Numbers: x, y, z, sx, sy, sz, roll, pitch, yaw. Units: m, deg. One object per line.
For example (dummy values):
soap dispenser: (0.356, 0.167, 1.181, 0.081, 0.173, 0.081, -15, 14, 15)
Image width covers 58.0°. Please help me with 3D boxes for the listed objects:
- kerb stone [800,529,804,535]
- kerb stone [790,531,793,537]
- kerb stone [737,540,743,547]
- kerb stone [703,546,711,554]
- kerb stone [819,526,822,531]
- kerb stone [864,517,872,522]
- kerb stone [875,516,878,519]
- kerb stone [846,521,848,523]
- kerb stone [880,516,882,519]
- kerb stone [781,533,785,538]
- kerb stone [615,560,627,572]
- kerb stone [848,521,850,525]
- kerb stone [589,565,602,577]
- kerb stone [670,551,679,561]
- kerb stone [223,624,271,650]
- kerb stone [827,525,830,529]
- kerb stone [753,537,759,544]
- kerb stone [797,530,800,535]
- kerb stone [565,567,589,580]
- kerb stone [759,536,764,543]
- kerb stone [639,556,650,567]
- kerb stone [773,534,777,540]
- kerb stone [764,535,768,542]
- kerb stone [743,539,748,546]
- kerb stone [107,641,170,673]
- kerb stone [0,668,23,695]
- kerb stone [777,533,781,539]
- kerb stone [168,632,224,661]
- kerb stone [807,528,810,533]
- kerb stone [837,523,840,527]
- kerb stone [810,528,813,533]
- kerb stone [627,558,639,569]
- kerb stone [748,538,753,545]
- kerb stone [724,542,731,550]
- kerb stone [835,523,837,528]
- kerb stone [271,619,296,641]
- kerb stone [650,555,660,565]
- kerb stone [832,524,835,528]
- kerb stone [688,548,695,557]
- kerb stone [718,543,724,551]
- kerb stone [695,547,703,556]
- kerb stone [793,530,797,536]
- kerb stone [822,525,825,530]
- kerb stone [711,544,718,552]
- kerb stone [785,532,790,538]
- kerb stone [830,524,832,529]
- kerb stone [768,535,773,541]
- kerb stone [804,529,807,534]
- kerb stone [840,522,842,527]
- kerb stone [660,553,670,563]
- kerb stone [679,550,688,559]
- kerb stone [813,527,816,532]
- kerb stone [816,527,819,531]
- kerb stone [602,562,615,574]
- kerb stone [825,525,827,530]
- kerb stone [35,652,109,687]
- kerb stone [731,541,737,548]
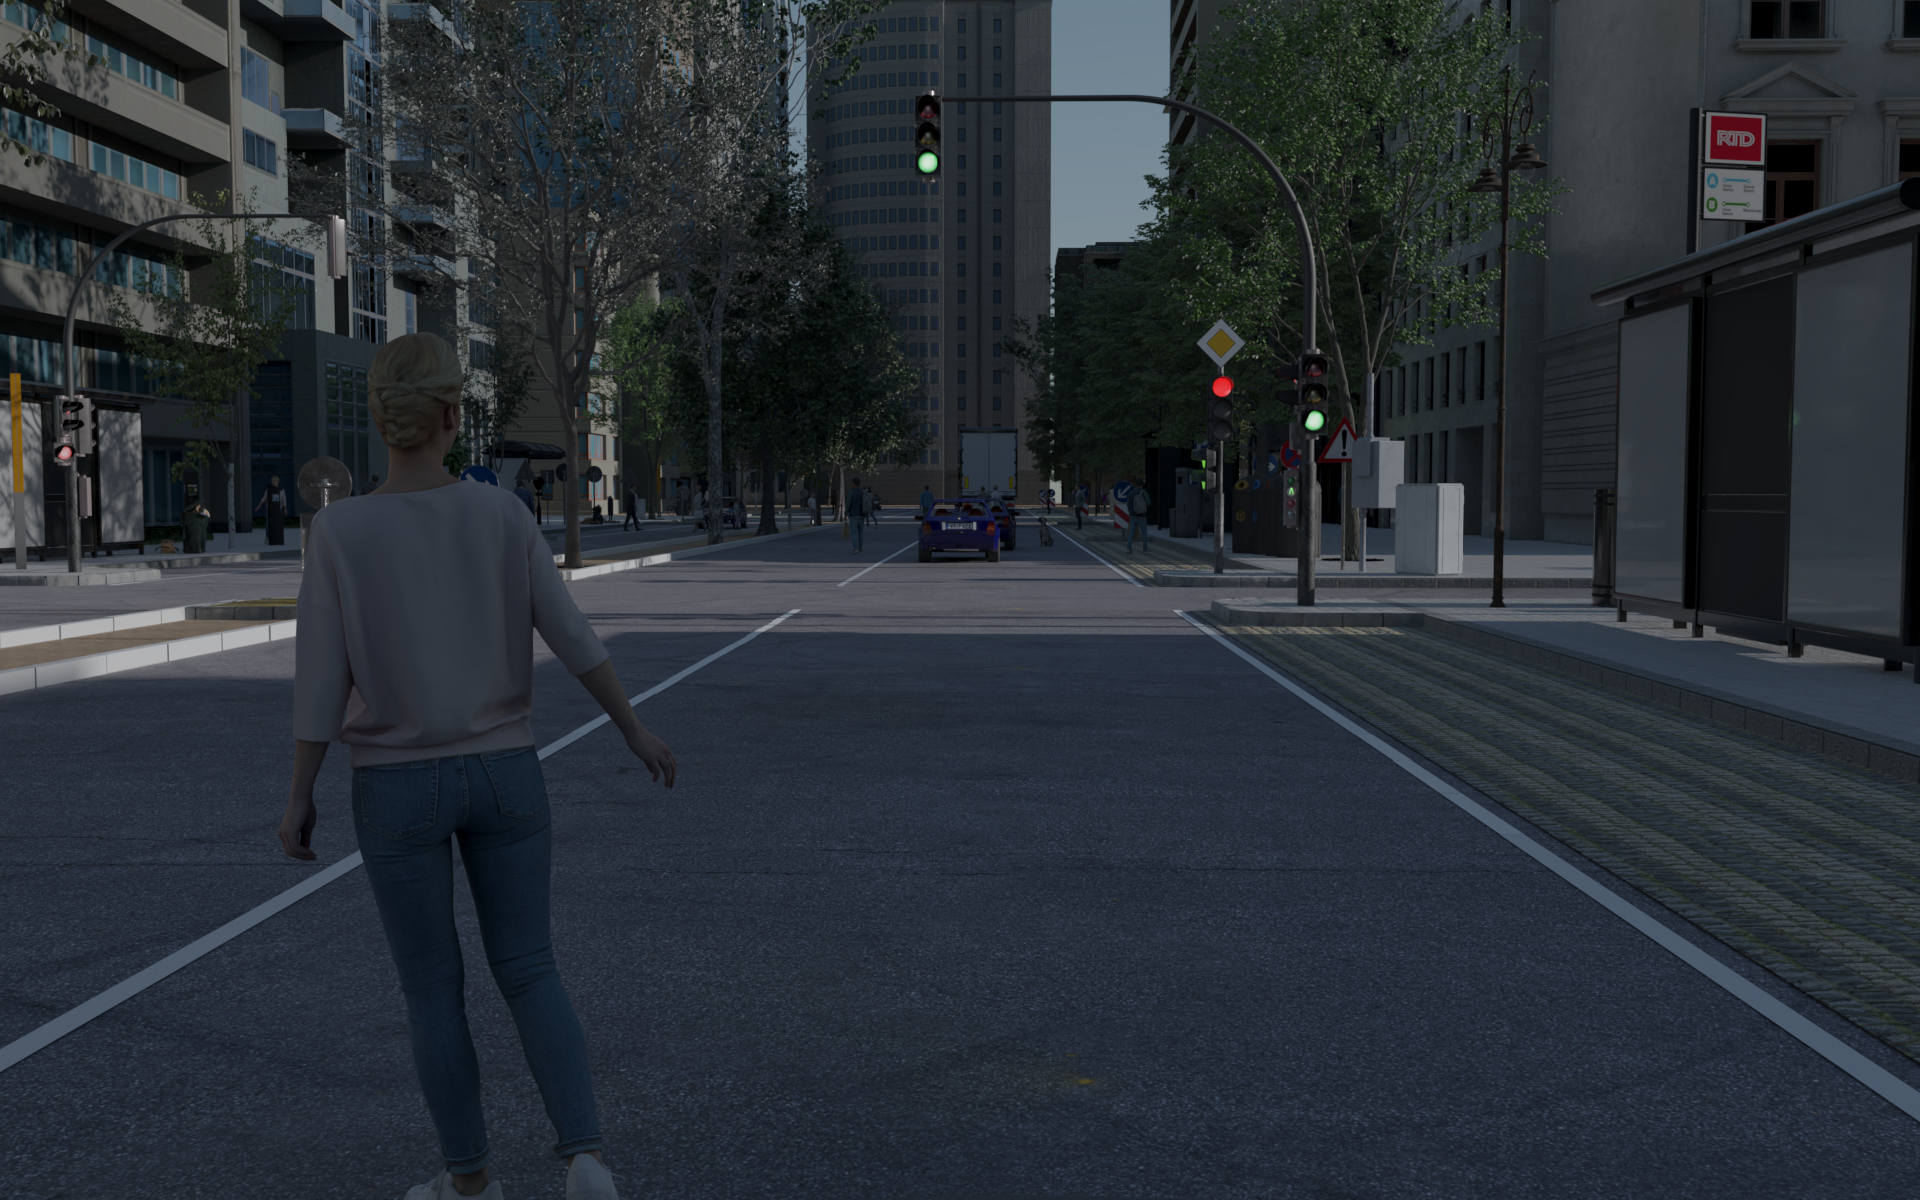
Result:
kerb stone: (-5.714, -2.376, 61.048, 0.120, 0.150, 1.000, 0, 4, 1)
kerb stone: (-5.789, -2.186, 57.971, 0.120, 0.150, 1.000, 0, 4, 1)
kerb stone: (-6.065, -1.494, 46.689, 0.120, 0.150, 1.000, 0, 4, 1)
kerb stone: (-6.193, -1.181, 41.567, 0.120, 0.150, 1.000, 0, 4, 1)
kerb stone: (-5.560, -2.750, 67.198, 0.120, 0.150, 1.000, 0, 4, 1)
kerb stone: (-4.943, -4.319, 92.817, 0.120, 0.150, 1.000, 0, 4, 1)
kerb stone: (-4.835, -4.570, 96.907, 0.120, 0.150, 1.000, 0, 4, 1)
kerb stone: (-5.288, -3.442, 78.472, 0.120, 0.150, 1.000, 0, 4, 1)
kerb stone: (-4.742, -4.820, 101.002, 0.120, 0.150, 1.000, 0, 4, 1)
kerb stone: (-5.840, -2.062, 55.926, 0.120, 0.150, 1.000, 0, 4, 1)
kerb stone: (-6.426, -0.620, 32.333, 0.120, 0.150, 1.000, 0, 4, 1)
kerb stone: (-5.267, -3.503, 79.494, 0.120, 0.150, 1.000, 0, 4, 1)
kerb stone: (-6.477, -0.495, 30.287, 0.120, 0.150, 1.000, 0, 4, 1)
kerb stone: (-6.285, -0.934, 37.466, 0.120, 0.150, 1.000, 0, 4, 1)
kerb stone: (-6.809, 0.356, 16.380, 0.120, 0.150, 1.000, 0, 4, 1)
kerb stone: (-5.489, -2.940, 70.277, 0.120, 0.150, 1.000, 0, 4, 1)
kerb stone: (-5.992, -1.682, 49.767, 0.120, 0.150, 1.000, 0, 4, 1)
kerb stone: (-5.738, -2.313, 60.014, 0.120, 0.150, 1.000, 0, 4, 1)
kerb stone: (-6.496, -0.431, 29.265, 0.120, 0.150, 1.000, 0, 4, 1)
kerb stone: (-5.961, -1.748, 50.789, 0.120, 0.150, 1.000, 0, 4, 1)
kerb stone: (-6.363, -0.743, 34.382, 0.120, 0.150, 1.000, 0, 4, 1)
kerb stone: (-5.894, -1.937, 53.871, 0.120, 0.150, 1.000, 0, 4, 1)
kerb stone: (-5.938, -1.812, 51.818, 0.120, 0.150, 1.000, 0, 4, 1)
kerb stone: (-6.043, -1.561, 47.711, 0.120, 0.150, 1.000, 0, 4, 1)
kerb stone: (-6.860, 0.481, 14.332, 0.120, 0.150, 1.000, 0, 4, 1)
kerb stone: (-6.903, 0.606, 12.288, 0.120, 0.150, 1.000, 0, 4, 1)
kerb stone: (-5.867, -2.000, 54.893, 0.120, 0.150, 1.000, 0, 4, 1)
kerb stone: (-6.832, 0.418, 15.353, 0.120, 0.150, 1.000, 0, 4, 1)
kerb stone: (-5.658, -2.502, 63.105, 0.120, 0.150, 1.000, 0, 4, 1)
kerb stone: (-5.387, -3.191, 74.365, 0.120, 0.150, 1.000, 0, 4, 1)
kerb stone: (-5.634, -2.565, 64.127, 0.120, 0.150, 1.000, 0, 4, 1)
kerb stone: (-6.394, -0.682, 33.358, 0.120, 0.150, 1.000, 0, 4, 1)
kerb stone: (-6.019, -1.623, 48.739, 0.120, 0.150, 1.000, 0, 4, 1)
kerb stone: (-6.118, -1.373, 44.645, 0.120, 0.150, 1.000, 0, 4, 1)
kerb stone: (-5.413, -3.128, 73.343, 0.120, 0.150, 1.000, 0, 4, 1)
kerb stone: (-6.776, 0.295, 17.410, 0.120, 0.150, 1.000, 0, 4, 1)
kerb stone: (-6.338, -0.808, 35.414, 0.120, 0.150, 1.000, 0, 4, 1)
kerb stone: (-5.438, -3.066, 72.321, 0.120, 0.150, 1.000, 0, 4, 1)
kerb stone: (-6.242, -1.059, 39.514, 0.120, 0.150, 1.000, 0, 4, 1)
kerb stone: (-6.140, -1.310, 43.622, 0.120, 0.150, 1.000, 0, 4, 1)
kerb stone: (-6.216, -1.122, 40.541, 0.120, 0.150, 1.000, 0, 4, 1)
kerb stone: (-5.774, -2.251, 58.993, 0.120, 0.150, 1.000, 0, 4, 1)
kerb stone: (-5.541, -2.815, 68.220, 0.120, 0.150, 1.000, 0, 4, 1)
kerb stone: (-6.165, -1.247, 42.589, 0.120, 0.150, 1.000, 0, 4, 1)
kerb stone: (-5.808, -2.120, 56.949, 0.120, 0.150, 1.000, 0, 4, 1)
kerb stone: (-5.464, -3.003, 71.299, 0.120, 0.150, 1.000, 0, 4, 1)
kerb stone: (-5.919, -1.874, 52.841, 0.120, 0.150, 1.000, 0, 4, 1)
kerb stone: (-5.693, -2.437, 62.072, 0.120, 0.150, 1.000, 0, 4, 1)
kerb stone: (-5.356, -3.254, 75.397, 0.120, 0.150, 1.000, 0, 4, 1)
kerb stone: (-6.315, -0.871, 36.436, 0.120, 0.150, 1.000, 0, 4, 1)
kerb stone: (-6.263, -0.996, 38.492, 0.120, 0.150, 1.000, 0, 4, 1)
kerb stone: (-5.616, -2.627, 65.152, 0.120, 0.150, 1.000, 0, 4, 1)
kerb stone: (-5.590, -2.690, 66.176, 0.120, 0.150, 1.000, 0, 4, 1)
kerb stone: (-6.447, -0.558, 31.311, 0.120, 0.150, 1.000, 0, 4, 1)
kerb stone: (-5.516, -2.877, 69.242, 0.120, 0.150, 1.000, 0, 4, 1)
kerb stone: (-6.878, 0.543, 13.310, 0.120, 0.150, 1.000, 0, 4, 1)
kerb stone: (-6.086, -1.429, 45.667, 0.120, 0.150, 1.000, 0, 4, 1)
